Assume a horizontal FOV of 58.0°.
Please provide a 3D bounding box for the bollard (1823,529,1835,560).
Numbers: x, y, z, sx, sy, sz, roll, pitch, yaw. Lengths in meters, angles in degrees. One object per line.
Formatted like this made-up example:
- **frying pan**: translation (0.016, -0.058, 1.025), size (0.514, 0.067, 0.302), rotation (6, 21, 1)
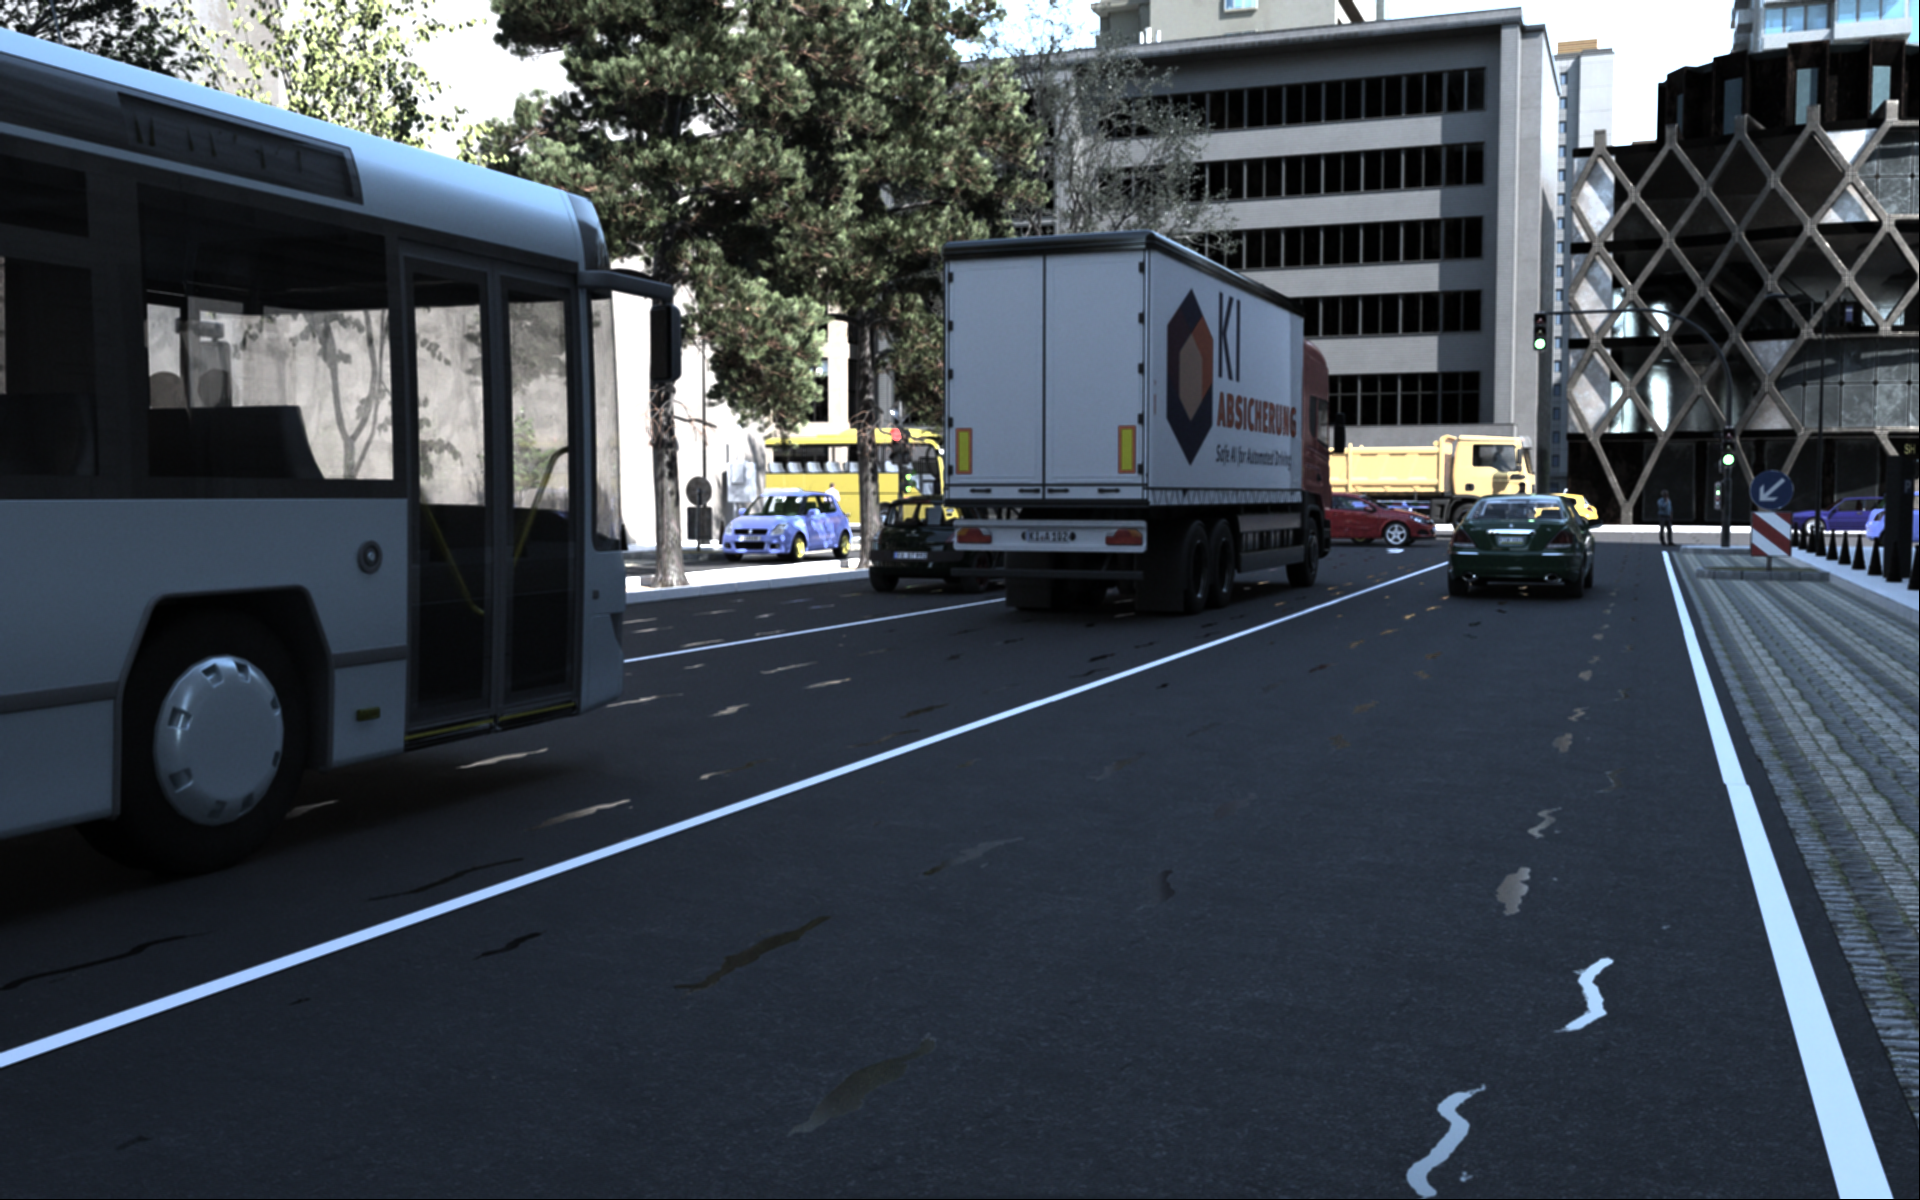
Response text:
- **bollard**: translation (16.996, -1.082, 33.729), size (0.229, 0.601, 0.229), rotation (0, 3, 0)

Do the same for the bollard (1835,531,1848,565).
- **bollard**: translation (16.165, -0.953, 31.629), size (0.229, 0.601, 0.229), rotation (0, 3, 0)

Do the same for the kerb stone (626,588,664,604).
- **kerb stone**: translation (-4.257, -0.040, 22.852), size (0.120, 0.150, 1.000), rotation (1, 4, 22)

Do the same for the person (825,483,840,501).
- **person**: translation (-4.660, -3.386, 63.736), size (0.709, 1.838, 0.599), rotation (1, 4, 14)

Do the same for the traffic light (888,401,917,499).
- **traffic light**: translation (-1.697, -3.721, 49.763), size (0.839, 4.253, 0.868), rotation (1, 4, 22)

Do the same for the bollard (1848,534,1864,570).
- **bollard**: translation (15.329, -0.825, 29.524), size (0.229, 0.601, 0.229), rotation (0, 3, 0)

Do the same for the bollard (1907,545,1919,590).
- **bollard**: translation (12.820, -0.438, 23.195), size (0.229, 0.601, 0.229), rotation (0, 3, 0)

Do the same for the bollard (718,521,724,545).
- **bollard**: translation (-5.968, -1.678, 43.475), size (0.229, 0.601, 0.229), rotation (0, 3, 0)

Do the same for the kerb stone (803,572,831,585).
- **kerb stone**: translation (-2.366, -0.330, 27.631), size (0.120, 0.150, 1.000), rotation (1, 4, 22)

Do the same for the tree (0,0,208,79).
- **tree**: translation (-8.955, -4.655, 12.985), size (8.767, 10.594, 7.601), rotation (1, 4, 22)

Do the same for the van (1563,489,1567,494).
- **van**: translation (48.480, -7.947, 136.952), size (2.013, 2.044, 4.112), rotation (1, 4, 21)

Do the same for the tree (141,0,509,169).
- **tree**: translation (-6.834, -4.044, 18.936), size (4.737, 8.622, 4.395), rotation (0, 3, 0)

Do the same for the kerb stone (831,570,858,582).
- **kerb stone**: translation (-1.986, -0.391, 28.583), size (0.120, 0.150, 1.000), rotation (1, 4, 22)

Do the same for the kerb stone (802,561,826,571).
- **kerb stone**: translation (-2.808, -0.613, 32.216), size (0.120, 0.150, 1.000), rotation (1, 4, 22)

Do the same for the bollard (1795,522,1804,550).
- **bollard**: translation (19.495, -1.467, 40.029), size (0.229, 0.601, 0.229), rotation (0, 3, 0)

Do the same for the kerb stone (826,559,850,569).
- **kerb stone**: translation (-2.433, -0.671, 33.172), size (0.120, 0.150, 1.000), rotation (1, 4, 22)

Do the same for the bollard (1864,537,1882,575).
- **bollard**: translation (14.499, -0.696, 27.422), size (0.229, 0.601, 0.229), rotation (0, 3, 0)

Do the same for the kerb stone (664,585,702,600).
- **kerb stone**: translation (-3.887, -0.099, 23.812), size (0.120, 0.150, 1.000), rotation (1, 4, 22)

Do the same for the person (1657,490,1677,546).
- **person**: translation (19.387, -2.253, 47.544), size (0.499, 1.552, 0.429), rotation (0, 4, 3)

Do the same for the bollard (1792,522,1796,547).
- **bollard**: translation (20.327, -1.596, 42.129), size (0.229, 0.601, 0.229), rotation (0, 3, 0)

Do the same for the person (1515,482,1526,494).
- **person**: translation (16.199, -2.515, 49.970), size (0.721, 1.781, 0.623), rotation (3, 5, 43)

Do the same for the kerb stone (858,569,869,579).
- **kerb stone**: translation (-1.609, -0.449, 29.539), size (0.120, 0.150, 1.000), rotation (1, 4, 22)

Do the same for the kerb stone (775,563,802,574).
- **kerb stone**: translation (-3.180, -0.546, 31.261), size (0.120, 0.150, 1.000), rotation (1, 4, 22)

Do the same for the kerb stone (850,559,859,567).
- **kerb stone**: translation (-2.048, -0.729, 34.123), size (0.120, 0.150, 1.000), rotation (1, 4, 22)

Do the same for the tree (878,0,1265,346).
- **tree**: translation (1.863, -7.853, 41.221), size (12.009, 13.543, 11.850), rotation (0, 3, 0)

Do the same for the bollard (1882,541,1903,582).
- **bollard**: translation (13.654, -0.566, 25.300), size (0.229, 0.601, 0.229), rotation (0, 3, 0)

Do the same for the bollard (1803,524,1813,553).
- **bollard**: translation (18.658, -1.339, 37.930), size (0.229, 0.601, 0.229), rotation (0, 3, 0)

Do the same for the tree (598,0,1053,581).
- **tree**: translation (-1.755, -6.600, 32.428), size (6.751, 12.117, 7.091), rotation (0, 3, 0)

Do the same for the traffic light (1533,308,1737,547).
- **traffic light**: translation (16.519, -4.145, 42.437), size (4.771, 5.953, 1.251), rotation (1, 4, 22)

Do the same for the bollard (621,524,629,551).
- **bollard**: translation (-7.635, -1.421, 39.274), size (0.229, 0.601, 0.229), rotation (0, 3, 0)

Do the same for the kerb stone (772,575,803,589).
- **kerb stone**: translation (-2.740, -0.272, 26.676), size (0.120, 0.150, 1.000), rotation (1, 4, 22)

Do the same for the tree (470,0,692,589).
- **tree**: translation (-4.479, -6.204, 25.956), size (6.751, 12.117, 7.091), rotation (0, 3, 0)

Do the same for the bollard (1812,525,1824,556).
- **bollard**: translation (17.823, -1.210, 35.830), size (0.229, 0.601, 0.229), rotation (0, 3, 0)

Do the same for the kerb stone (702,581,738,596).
- **kerb stone**: translation (-3.506, -0.157, 24.767), size (0.120, 0.150, 1.000), rotation (1, 4, 22)

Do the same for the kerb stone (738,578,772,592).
- **kerb stone**: translation (-3.126, -0.216, 25.725), size (0.120, 0.150, 1.000), rotation (1, 4, 22)
